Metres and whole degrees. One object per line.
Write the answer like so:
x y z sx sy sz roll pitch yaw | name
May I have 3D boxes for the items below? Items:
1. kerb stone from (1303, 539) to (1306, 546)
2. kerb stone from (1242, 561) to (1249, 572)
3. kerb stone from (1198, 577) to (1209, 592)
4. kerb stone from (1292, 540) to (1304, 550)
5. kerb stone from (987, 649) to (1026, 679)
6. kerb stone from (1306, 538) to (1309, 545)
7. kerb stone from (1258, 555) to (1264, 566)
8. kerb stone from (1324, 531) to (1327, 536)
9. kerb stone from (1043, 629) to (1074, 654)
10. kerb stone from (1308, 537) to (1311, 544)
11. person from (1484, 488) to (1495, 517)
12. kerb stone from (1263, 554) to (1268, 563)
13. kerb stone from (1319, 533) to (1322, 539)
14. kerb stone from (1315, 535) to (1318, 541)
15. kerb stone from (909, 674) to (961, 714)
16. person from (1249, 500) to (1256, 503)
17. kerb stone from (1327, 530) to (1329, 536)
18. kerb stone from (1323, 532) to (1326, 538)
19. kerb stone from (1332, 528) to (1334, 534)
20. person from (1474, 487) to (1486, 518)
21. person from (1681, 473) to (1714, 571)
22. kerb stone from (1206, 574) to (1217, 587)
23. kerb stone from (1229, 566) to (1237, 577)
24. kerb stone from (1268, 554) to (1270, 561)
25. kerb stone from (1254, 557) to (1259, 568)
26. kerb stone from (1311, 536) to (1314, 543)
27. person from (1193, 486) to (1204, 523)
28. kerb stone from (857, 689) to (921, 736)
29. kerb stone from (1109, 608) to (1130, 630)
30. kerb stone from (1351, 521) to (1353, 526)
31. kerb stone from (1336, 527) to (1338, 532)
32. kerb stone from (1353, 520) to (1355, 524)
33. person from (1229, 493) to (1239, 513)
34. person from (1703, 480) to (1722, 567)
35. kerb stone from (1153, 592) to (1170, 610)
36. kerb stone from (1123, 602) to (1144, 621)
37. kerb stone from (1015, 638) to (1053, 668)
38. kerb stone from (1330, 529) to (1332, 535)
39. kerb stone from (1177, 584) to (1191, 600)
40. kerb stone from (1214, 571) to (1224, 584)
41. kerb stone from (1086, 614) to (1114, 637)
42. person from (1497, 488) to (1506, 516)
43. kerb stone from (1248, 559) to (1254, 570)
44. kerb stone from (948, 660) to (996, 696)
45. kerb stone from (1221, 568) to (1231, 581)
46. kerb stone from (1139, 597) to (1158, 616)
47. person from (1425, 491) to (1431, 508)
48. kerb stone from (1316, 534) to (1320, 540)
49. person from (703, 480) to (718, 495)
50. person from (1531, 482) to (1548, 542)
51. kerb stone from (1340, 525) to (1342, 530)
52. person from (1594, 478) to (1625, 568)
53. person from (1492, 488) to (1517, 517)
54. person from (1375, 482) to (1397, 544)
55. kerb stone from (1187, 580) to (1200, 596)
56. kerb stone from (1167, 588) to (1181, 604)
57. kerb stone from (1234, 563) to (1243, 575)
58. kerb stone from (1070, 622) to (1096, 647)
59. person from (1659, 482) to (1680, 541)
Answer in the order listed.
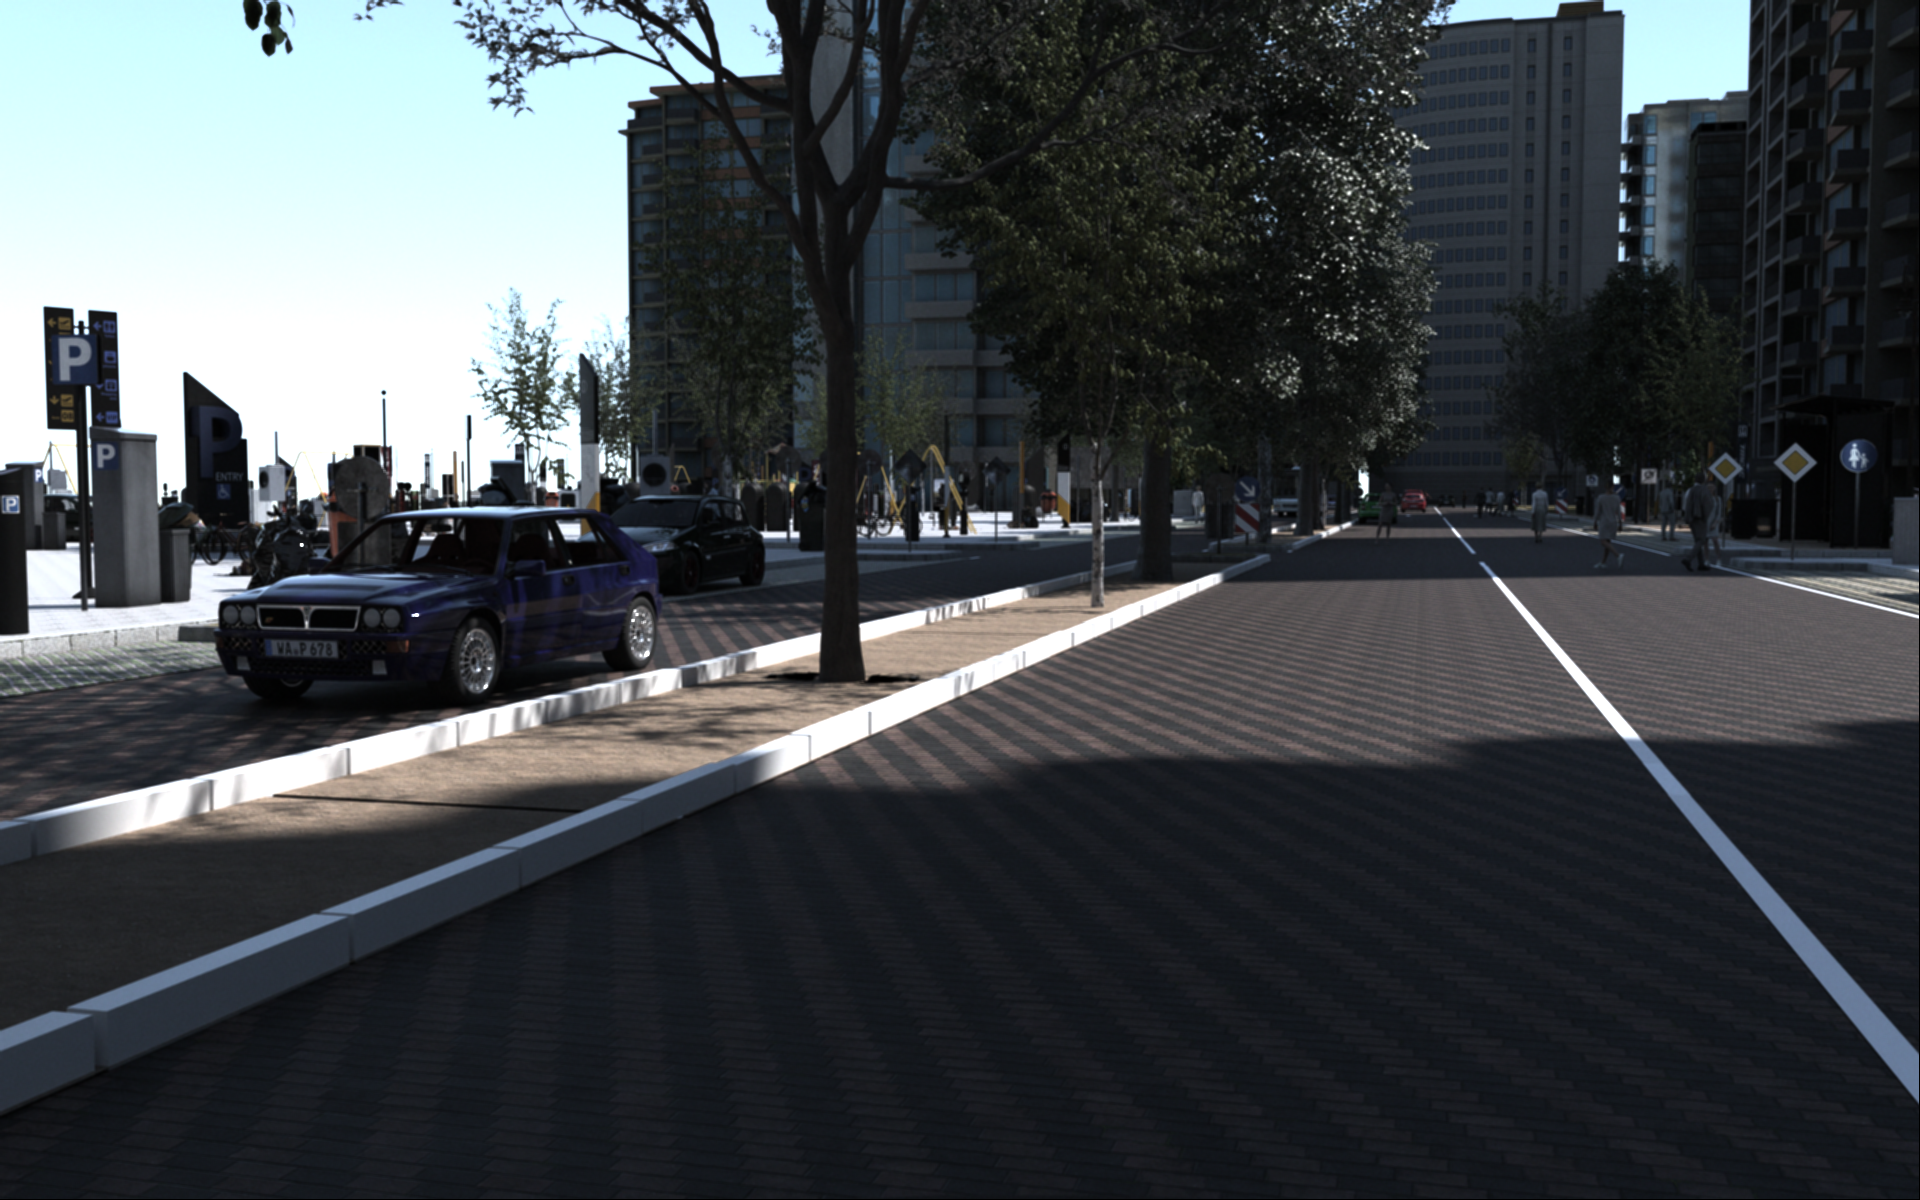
9.212 -1.505 46.902 0.120 0.150 1.000 1 4 15 | kerb stone
5.101 -0.571 31.530 0.120 0.150 1.000 1 4 15 | kerb stone
3.523 -0.208 25.593 0.120 0.150 1.000 1 4 15 | kerb stone
8.953 -1.451 45.912 0.120 0.150 1.000 1 4 15 | kerb stone
0.331 0.524 13.708 0.120 0.150 1.000 1 4 15 | kerb stone
9.479 -1.572 47.890 0.120 0.150 1.000 1 4 15 | kerb stone
5.909 -0.749 34.498 0.120 0.150 1.000 1 4 15 | kerb stone
11.863 -2.112 56.796 0.120 0.150 1.000 1 4 15 | kerb stone
0.857 0.398 15.695 0.120 0.150 1.000 1 4 15 | kerb stone
9.737 -1.632 48.879 0.120 0.150 1.000 1 4 15 | kerb stone
32.816 -6.060 107.422 0.661 1.843 0.795 2 4 30 | person
6.160 -0.811 35.491 0.120 0.150 1.000 1 4 15 | kerb stone
11.067 -1.928 53.826 0.120 0.150 1.000 1 4 15 | kerb stone
10.543 -1.813 51.838 0.120 0.150 1.000 1 4 15 | kerb stone
-0.198 0.642 11.727 0.120 0.150 1.000 1 4 15 | kerb stone
15.039 -4.929 89.435 0.694 1.780 0.624 -1 4 -16 | person
12.128 -2.175 57.788 0.120 0.150 1.000 1 4 15 | kerb stone
11.606 -2.055 55.798 0.120 0.150 1.000 1 4 15 | kerb stone
12.929 -2.358 60.755 0.120 0.150 1.000 1 4 15 | kerb stone
31.258 -5.854 103.992 0.659 1.850 0.755 2 4 27 | person
13.785 -1.450 32.313 0.850 1.850 0.679 -2 4 -26 | person
3.781 -0.265 26.582 0.120 0.150 1.000 1 4 15 | kerb stone
4.572 -0.448 29.545 0.120 0.150 1.000 1 4 15 | kerb stone
6.430 -0.869 36.488 0.120 0.150 1.000 1 4 15 | kerb stone
5.638 -0.692 33.512 0.120 0.150 1.000 1 4 15 | kerb stone
10.016 -1.692 49.863 0.120 0.150 1.000 1 4 15 | kerb stone
11.692 -4.677 84.846 0.514 1.842 0.818 0 4 -8 | person
-0.454 0.701 10.737 0.120 0.150 1.000 1 4 15 | kerb stone
1.666 0.219 18.658 0.120 0.150 1.000 1 4 15 | kerb stone
17.179 -3.329 76.629 0.120 0.150 1.000 1 4 15 | kerb stone
13.718 -2.540 63.731 0.120 0.150 1.000 1 4 15 | kerb stone
17.709 -3.450 78.604 0.120 0.150 1.000 1 4 15 | kerb stone
13.487 -4.665 84.876 0.850 1.850 0.679 2 4 35 | person
14.902 -1.524 34.417 0.512 1.701 0.522 2 4 31 | person
2.458 0.037 21.626 0.120 0.150 1.000 1 4 15 | kerb stone
1.918 0.156 19.651 0.120 0.150 1.000 1 4 15 | kerb stone
0.603 0.459 14.693 0.120 0.150 1.000 1 4 15 | kerb stone
12.660 -2.297 59.766 0.120 0.150 1.000 1 4 15 | kerb stone
2.991 -0.086 23.604 0.120 0.150 1.000 1 4 15 | kerb stone
4.050 -0.325 27.568 0.120 0.150 1.000 1 4 15 | kerb stone
1.397 0.277 17.672 0.120 0.150 1.000 1 4 15 | kerb stone
34.966 -6.319 112.039 0.641 1.798 0.478 -3 5 -39 | person
5.372 -0.632 32.521 0.120 0.150 1.000 1 4 15 | kerb stone
0.068 0.580 12.714 0.120 0.150 1.000 1 4 15 | kerb stone
4.315 -0.381 28.556 0.120 0.150 1.000 1 4 15 | kerb stone
2.193 0.095 20.637 0.120 0.150 1.000 1 4 15 | kerb stone
49.171 -10.623 182.908 1.217 1.743 0.721 0 4 6 | person
10.803 -1.872 52.833 0.120 0.150 1.000 1 4 15 | kerb stone
-6.312 -2.169 44.221 0.793 1.790 0.793 1 4 19 | person
17.104 -2.593 51.118 0.478 1.798 0.641 1 4 21 | person
14.511 -2.716 66.700 0.120 0.150 1.000 1 4 15 | kerb stone
12.521 -1.472 33.321 0.466 1.731 0.760 -2 4 -30 | person
34.535 -6.182 109.796 1.509 1.804 0.699 1 4 22 | person
12.126 -2.475 49.301 0.599 1.781 0.374 1 4 13 | person
3.248 -0.147 24.602 0.120 0.150 1.000 1 4 15 | kerb stone
2.720 -0.021 22.614 0.120 0.150 1.000 1 4 15 | kerb stone
4.835 -0.510 30.538 0.120 0.150 1.000 1 4 15 | kerb stone
1.135 0.344 16.682 0.120 0.150 1.000 1 4 15 | kerb stone
21.571 -2.702 52.778 0.391 1.810 0.635 -2 4 -26 | person
